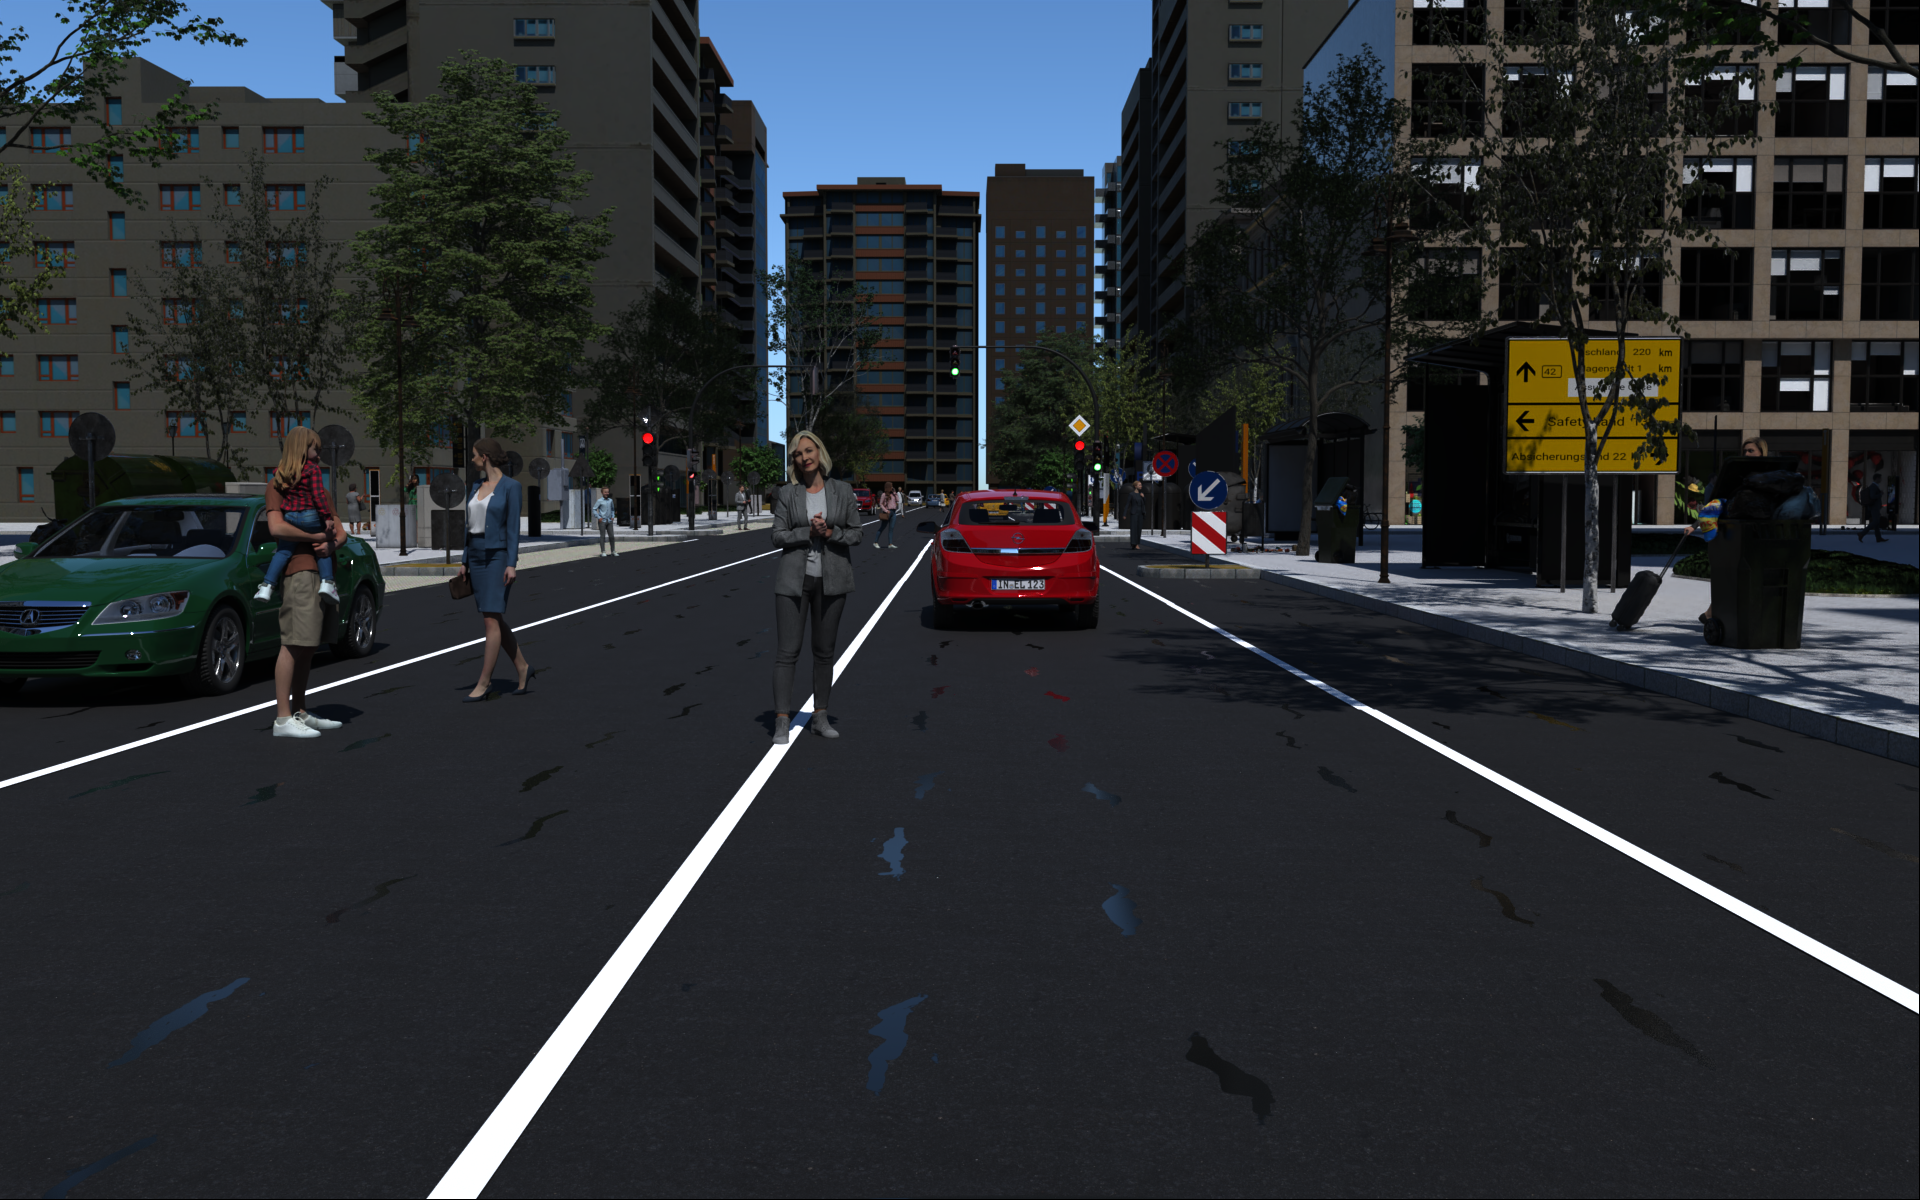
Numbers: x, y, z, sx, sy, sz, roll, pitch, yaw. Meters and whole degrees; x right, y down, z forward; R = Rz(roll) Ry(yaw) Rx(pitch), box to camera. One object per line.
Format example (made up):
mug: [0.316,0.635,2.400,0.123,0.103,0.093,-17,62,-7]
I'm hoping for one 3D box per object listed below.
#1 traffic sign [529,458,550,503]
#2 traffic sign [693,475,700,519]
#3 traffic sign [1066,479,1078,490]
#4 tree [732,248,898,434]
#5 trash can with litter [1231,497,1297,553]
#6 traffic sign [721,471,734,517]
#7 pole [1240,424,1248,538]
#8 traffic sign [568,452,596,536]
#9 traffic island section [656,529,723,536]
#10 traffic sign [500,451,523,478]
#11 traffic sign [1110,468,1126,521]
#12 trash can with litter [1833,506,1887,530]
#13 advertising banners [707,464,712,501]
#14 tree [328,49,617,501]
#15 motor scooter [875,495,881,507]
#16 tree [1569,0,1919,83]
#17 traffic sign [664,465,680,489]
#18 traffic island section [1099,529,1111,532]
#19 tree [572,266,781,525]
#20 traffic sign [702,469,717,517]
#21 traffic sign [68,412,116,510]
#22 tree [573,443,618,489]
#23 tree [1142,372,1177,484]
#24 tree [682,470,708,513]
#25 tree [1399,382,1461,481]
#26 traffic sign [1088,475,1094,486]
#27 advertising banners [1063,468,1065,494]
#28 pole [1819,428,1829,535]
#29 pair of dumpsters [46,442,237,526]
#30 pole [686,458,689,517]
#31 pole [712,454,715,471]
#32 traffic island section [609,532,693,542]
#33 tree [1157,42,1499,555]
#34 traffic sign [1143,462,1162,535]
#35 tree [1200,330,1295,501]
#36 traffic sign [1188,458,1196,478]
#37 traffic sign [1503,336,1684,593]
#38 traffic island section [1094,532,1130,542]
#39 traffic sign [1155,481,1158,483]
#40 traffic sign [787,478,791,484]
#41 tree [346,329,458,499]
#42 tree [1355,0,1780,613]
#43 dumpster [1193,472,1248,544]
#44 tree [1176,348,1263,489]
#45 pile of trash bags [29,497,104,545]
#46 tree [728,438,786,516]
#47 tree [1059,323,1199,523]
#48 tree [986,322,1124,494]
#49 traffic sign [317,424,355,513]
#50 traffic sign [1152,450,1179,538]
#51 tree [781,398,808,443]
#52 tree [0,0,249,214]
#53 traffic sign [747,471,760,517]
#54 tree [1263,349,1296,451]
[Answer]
traffic sign: [-14.821,-3.726,61.029,0.768,2.556,0.104,0,4,3]
traffic sign: [-13.906,-5.417,90.698,0.606,2.300,0.079,1,4,10]
traffic sign: [9.391,-8.687,135.904,2.265,3.308,0.079,0,4,1]
tree: [-11.128,-16.895,132.125,12.611,20.169,13.585,0,3,0]
trash can with litter: [6.910,-1.678,38.488,2.233,1.210,1.678,-1,4,-20]
traffic sign: [-12.804,-5.827,95.376,0.768,2.556,0.104,0,4,6]
pole: [8.258,-3.452,50.290,0.158,3.312,0.155,0,3,0]
traffic sign: [-11.674,-3.268,53.438,0.884,2.594,0.081,0,4,8]
traffic island section: [-9.513,-2.386,61.298,2.009,0.180,2.903,0,4,0]
traffic sign: [-13.251,-3.118,51.089,0.768,2.556,0.104,1,4,10]
traffic sign: [7.594,-5.096,83.422,0.768,2.556,0.104,0,4,5]
trash can with litter: [32.202,-3.113,61.963,2.233,1.210,1.678,0,4,-3]
advertising banners: [-14.695,-6.462,101.844,0.090,3.025,2.074,-1,4,-15]
tree: [-12.257,-7.744,44.735,7.486,12.596,7.792,0,3,0]
motor scooter: [-8.705,-10.590,185.917,0.815,1.314,1.986,0,3,0]
tree: [6.164,-5.090,8.984,9.928,11.665,9.643,0,3,0]
traffic sign: [-12.601,-4.618,75.611,0.768,2.556,0.104,1,4,9]
traffic island section: [4.228,-2.383,61.249,2.009,0.180,2.903,0,4,0]
tree: [-12.302,-8.324,70.510,7.601,10.594,8.767,1,4,9]
traffic sign: [-12.693,-5.352,87.611,0.768,2.556,0.104,0,4,5]
traffic sign: [-13.503,-1.642,26.945,0.768,2.556,0.104,0,4,5]
tree: [-23.628,-7.844,111.962,4.285,4.588,4.351,0,3,0]
tree: [13.006,-9.346,103.168,4.360,8.622,3.978,0,3,0]
tree: [-18.139,-7.632,119.390,1.663,3.219,1.824,0,3,0]
tree: [14.738,-4.115,50.989,4.285,4.588,4.351,0,3,0]
traffic sign: [7.194,-5.571,93.209,0.606,2.300,0.079,0,4,4]
advertising banners: [6.014,-6.361,100.191,0.090,3.025,2.074,0,4,3]
pole: [26.902,-3.673,53.895,0.158,3.312,0.155,0,3,0]
pair of dumpsters: [-14.542,-1.744,31.008,1.574,2.255,4.437,0,4,0]
pole: [-15.263,-6.325,97.252,0.158,3.312,0.155,0,3,0]
pole: [-12.601,-5.798,88.644,0.158,3.312,0.155,0,3,0]
traffic island section: [-9.539,-1.898,53.313,2.009,0.180,2.903,0,4,0]
tree: [7.473,-6.194,35.691,7.601,10.594,8.767,1,4,15]
traffic sign: [5.990,-3.168,53.922,0.606,2.300,0.079,0,4,1]
tree: [13.117,-7.786,77.661,4.737,8.622,4.395,0,3,0]
traffic sign: [8.360,-3.696,60.541,0.768,2.556,0.104,0,4,5]
traffic sign: [8.166,-1.746,22.416,2.265,3.308,0.079,0,4,2]
traffic island section: [4.202,-1.895,53.264,2.009,0.180,2.903,0,4,0]
traffic sign: [9.473,-5.010,82.027,0.768,2.556,0.104,0,4,7]
traffic sign: [-10.986,-6.773,112.872,0.606,2.300,0.079,0,4,2]
tree: [-23.159,-7.445,72.086,4.737,8.622,4.395,0,3,0]
tree: [6.606,-4.157,18.331,4.360,8.622,3.978,0,3,0]
dumpster: [6.808,-2.420,45.320,1.264,1.857,1.865,0,4,0]
tree: [14.419,-8.635,91.543,4.360,8.622,3.978,0,3,0]
pile of trash bags: [-12.795,-0.919,24.777,1.912,1.369,3.447,3,4,36]
tree: [-11.784,-7.160,100.787,4.285,4.588,4.351,0,3,0]
tree: [7.158,-7.676,75.860,4.737,8.622,4.395,0,3,0]
tree: [7.470,-13.531,127.887,9.857,13.997,8.962,0,3,0]
traffic sign: [-11.464,-1.934,31.733,0.768,2.556,0.104,0,4,4]
traffic sign: [6.005,-3.095,50.715,0.768,2.556,0.104,0,4,3]
tree: [-12.626,-8.900,79.925,8.767,10.594,7.601,1,4,16]
tree: [-12.198,-5.731,19.462,9.928,11.665,9.643,0,3,0]
traffic sign: [-11.496,-5.896,96.500,0.768,2.556,0.104,1,4,9]
tree: [14.817,-7.216,68.350,4.360,8.622,3.978,0,3,0]
